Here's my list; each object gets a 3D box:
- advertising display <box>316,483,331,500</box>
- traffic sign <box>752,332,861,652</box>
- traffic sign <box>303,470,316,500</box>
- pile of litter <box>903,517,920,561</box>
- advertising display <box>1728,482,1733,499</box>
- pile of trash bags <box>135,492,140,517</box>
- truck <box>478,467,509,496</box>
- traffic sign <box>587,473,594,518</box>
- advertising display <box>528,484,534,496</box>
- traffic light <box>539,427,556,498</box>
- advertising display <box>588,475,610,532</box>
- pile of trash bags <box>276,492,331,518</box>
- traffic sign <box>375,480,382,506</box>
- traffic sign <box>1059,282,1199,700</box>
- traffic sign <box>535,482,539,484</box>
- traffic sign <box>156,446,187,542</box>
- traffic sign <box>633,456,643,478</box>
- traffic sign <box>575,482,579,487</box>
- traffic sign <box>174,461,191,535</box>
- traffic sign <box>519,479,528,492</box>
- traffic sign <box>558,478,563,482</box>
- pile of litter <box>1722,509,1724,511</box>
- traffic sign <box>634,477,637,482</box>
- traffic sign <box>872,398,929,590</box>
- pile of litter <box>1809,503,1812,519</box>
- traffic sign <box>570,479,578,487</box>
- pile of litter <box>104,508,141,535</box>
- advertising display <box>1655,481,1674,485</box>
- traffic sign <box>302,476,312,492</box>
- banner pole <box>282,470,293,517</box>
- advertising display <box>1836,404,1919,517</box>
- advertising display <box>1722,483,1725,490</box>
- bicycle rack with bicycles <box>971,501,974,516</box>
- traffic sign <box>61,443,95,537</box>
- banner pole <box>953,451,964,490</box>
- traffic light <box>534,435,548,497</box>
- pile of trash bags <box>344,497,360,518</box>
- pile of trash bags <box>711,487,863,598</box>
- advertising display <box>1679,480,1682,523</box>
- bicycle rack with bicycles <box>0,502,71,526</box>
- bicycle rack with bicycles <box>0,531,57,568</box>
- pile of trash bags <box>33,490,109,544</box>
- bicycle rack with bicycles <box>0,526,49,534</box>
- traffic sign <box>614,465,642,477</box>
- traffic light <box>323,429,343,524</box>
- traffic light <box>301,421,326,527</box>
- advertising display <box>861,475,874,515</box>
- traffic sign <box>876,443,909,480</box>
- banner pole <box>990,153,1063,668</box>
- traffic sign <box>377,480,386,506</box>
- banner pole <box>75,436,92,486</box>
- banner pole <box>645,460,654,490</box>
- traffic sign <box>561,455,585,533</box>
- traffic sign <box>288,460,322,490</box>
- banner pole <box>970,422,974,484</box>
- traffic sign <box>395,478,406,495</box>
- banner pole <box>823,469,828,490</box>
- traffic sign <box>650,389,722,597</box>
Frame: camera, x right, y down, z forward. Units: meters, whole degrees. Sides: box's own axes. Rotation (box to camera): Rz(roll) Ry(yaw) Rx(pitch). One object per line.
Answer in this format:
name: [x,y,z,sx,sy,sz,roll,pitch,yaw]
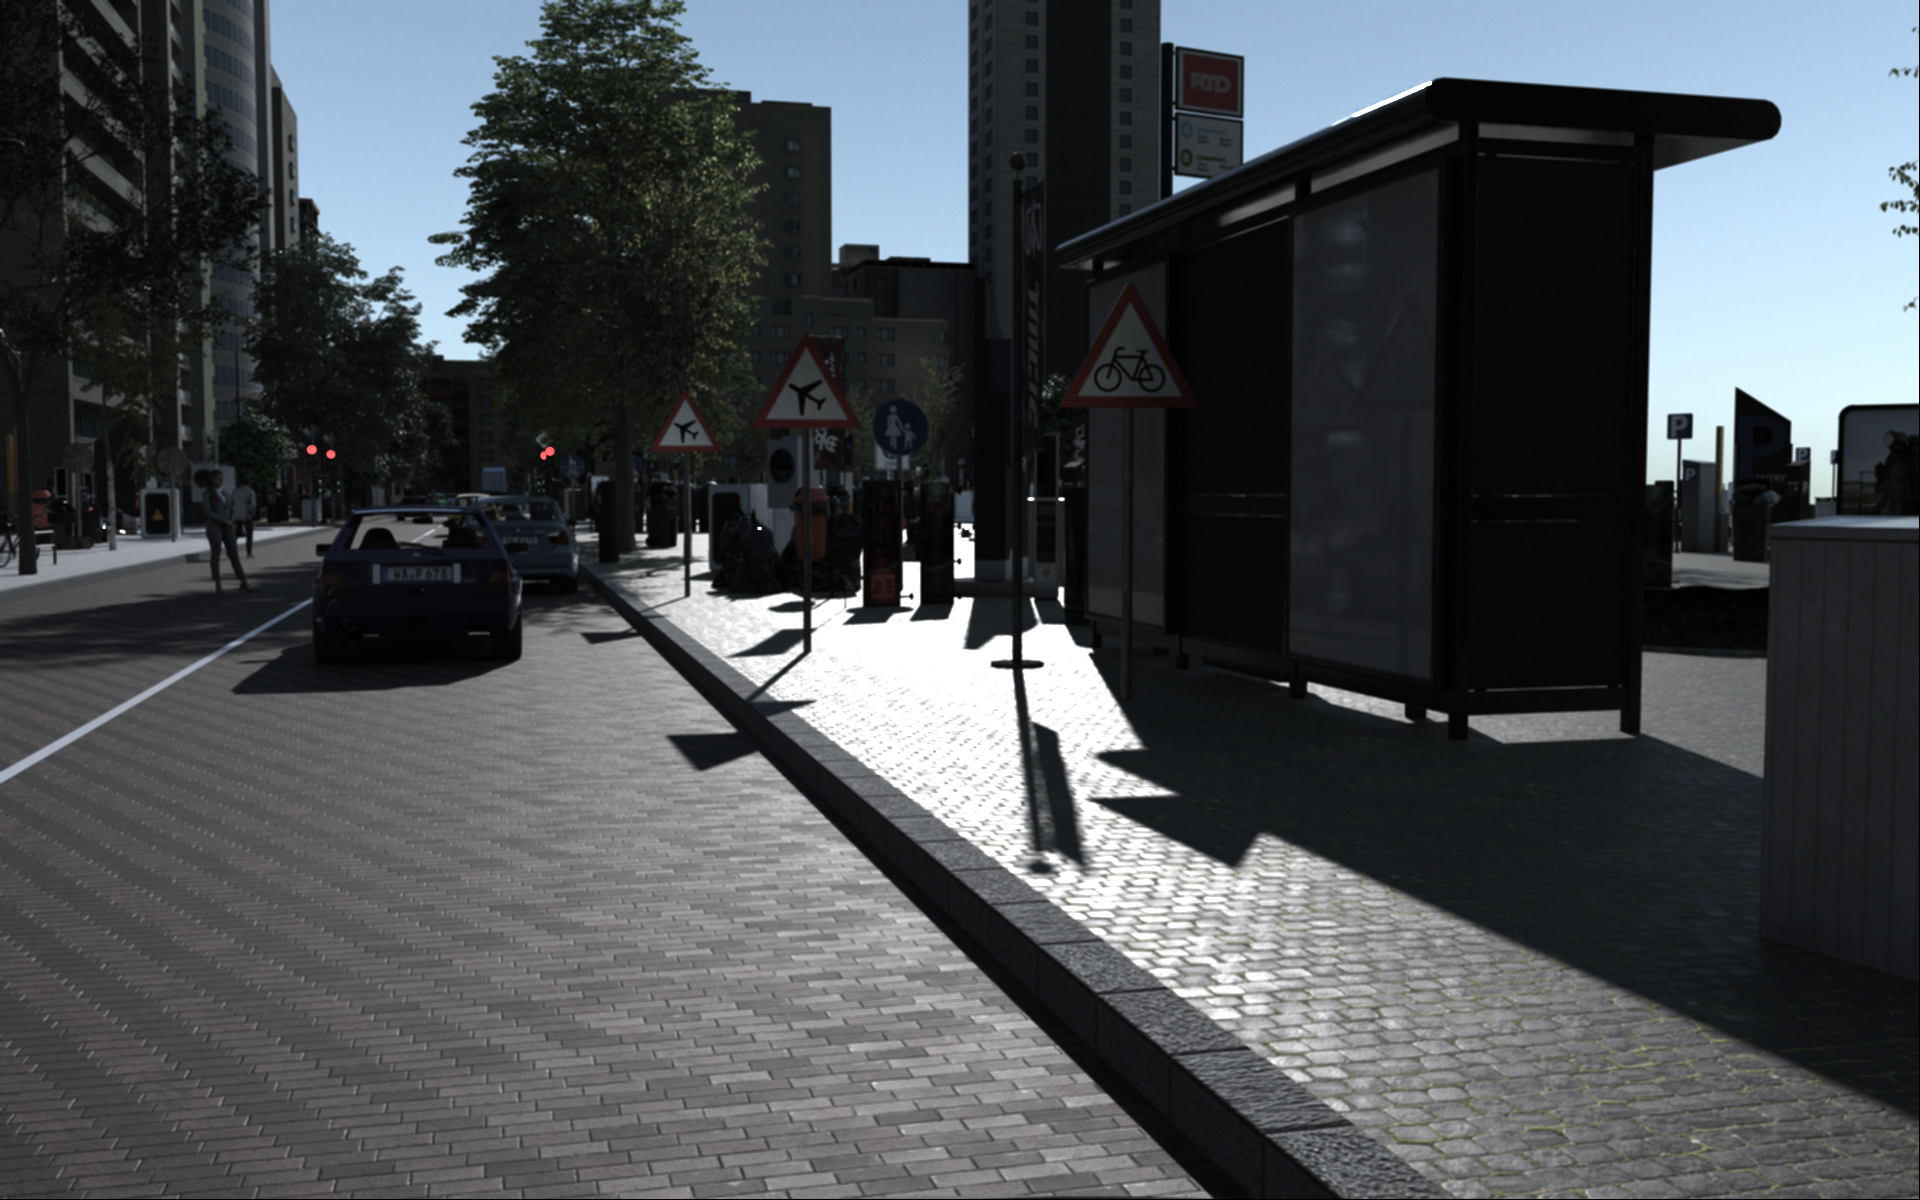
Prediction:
advertising display: [-37.099,-5.865,101.110,0.974,1.923,0.123,-3,5,-45]
traffic sign: [-1.243,-0.857,14.023,0.884,2.594,0.081,-1,4,-14]
traffic sign: [-33.585,-5.473,89.585,0.768,2.556,0.104,-1,4,-9]
pile of litter: [-1.059,-1.223,33.955,1.176,0.858,1.719,-1,4,-10]
advertising display: [42.348,-5.453,94.374,0.123,1.923,0.974,-3,5,-40]
pile of trash bags: [-45.466,-5.292,96.278,1.912,1.369,3.447,-1,4,-13]
truck: [-45.189,-10.925,168.384,2.967,4.110,18.799,-1,4,-16]
traffic sign: [-17.808,-5.021,84.219,0.606,2.300,0.079,-1,4,-10]
advertising display: [-28.285,-6.668,114.230,0.123,1.923,0.974,-2,4,-28]
traffic light: [-16.373,-4.903,69.090,0.839,4.253,0.868,-1,4,-15]
advertising display: [-12.206,-3.267,58.633,0.123,1.923,0.974,2,4,31]
pile of trash bags: [-34.578,-4.991,91.359,3.447,1.369,1.912,-1,4,-13]
traffic sign: [-40.278,-7.307,119.568,0.768,2.556,0.104,-1,4,-11]
traffic sign: [1.039,-0.656,10.733,0.884,2.594,0.081,-1,4,-10]
traffic sign: [-32.354,-8.169,133.662,0.768,2.556,0.104,-1,4,-9]
traffic sign: [-20.997,-2.817,46.169,0.768,2.556,0.104,-1,4,-11]
traffic sign: [-10.796,-3.477,56.948,0.768,2.556,0.104,0,4,-6]
traffic sign: [-27.925,-7.807,127.642,0.884,2.594,0.081,-1,4,-10]
traffic sign: [-24.316,-3.178,54.098,0.606,2.300,0.079,-1,4,-11]
traffic sign: [-36.623,-8.881,145.304,0.768,2.556,0.104,-1,4,-10]
traffic sign: [-31.647,-8.342,136.496,0.768,2.556,0.104,0,4,-7]
pile of litter: [27.639,-3.039,63.650,1.176,0.858,1.719,-2,4,-27]
traffic sign: [-12.020,-3.721,62.969,0.606,2.300,0.079,-1,4,-10]
traffic sign: [-0.803,-1.412,23.188,0.768,2.556,0.104,-1,4,-9]
pile of litter: [39.745,-4.074,80.581,1.176,0.858,1.719,0,4,-6]
traffic sign: [-33.578,-9.224,150.924,0.768,2.556,0.104,-1,4,-9]
pile of litter: [-26.464,-2.482,54.549,1.719,0.858,1.176,-2,4,-29]
advertising display: [33.686,-4.749,82.864,0.123,1.923,0.974,-2,4,-33]
traffic sign: [-37.405,-6.082,99.553,0.768,2.556,0.104,-1,4,-8]
banner pole: [-37.508,-6.522,96.650,0.401,3.779,0.863,2,4,24]
advertising display: [6.805,-0.439,12.390,0.974,1.923,0.123,2,4,30]
advertising display: [45.869,-6.078,104.582,0.974,1.923,0.123,-3,4,-38]
bicycle rack with bicycles: [1.610,-5.193,98.288,2.925,0.926,2.852,3,5,39]
traffic sign: [-21.860,-2.620,42.946,0.768,2.556,0.104,-1,4,-10]
banner pole: [-0.089,-6.813,101.410,0.863,3.779,0.401,0,4,-3]
traffic light: [-18.437,-5.375,76.805,0.839,4.253,0.868,-1,4,-15]
pile of trash bags: [-34.353,-5.188,94.583,3.447,1.369,1.912,1,4,11]
pile of trash bags: [-2.174,-0.797,22.780,1.912,1.369,3.447,-1,4,-15]
advertising display: [32.312,-4.425,77.556,0.123,1.923,0.974,2,4,27]
bicycle rack with bicycles: [-40.605,-3.847,76.287,2.852,0.926,2.925,-3,5,-43]
bicycle rack with bicycles: [-17.339,-1.043,30.430,2.852,0.926,2.925,-1,4,-10]
pile of trash bags: [-23.136,-2.128,44.541,1.912,1.369,3.447,-1,4,-12]
bicycle rack with bicycles: [-33.678,-2.886,60.576,2.852,0.926,2.925,-2,4,-32]
traffic sign: [-10.561,-3.369,55.080,0.884,2.594,0.081,-1,4,-14]
traffic light: [-26.994,-5.235,74.509,0.839,4.253,0.868,-1,4,-15]
traffic light: [-24.931,-4.763,66.794,0.839,4.253,0.868,-1,4,-15]
advertising display: [-3.103,-3.232,58.061,0.123,1.923,0.974,-1,4,-21]
traffic sign: [-1.186,-1.719,30.239,0.606,2.300,0.079,-1,4,-10]
banner pole: [0.485,-1.381,12.591,0.401,3.779,0.863,-1,4,-15]
traffic sign: [-43.216,-7.785,129.411,0.606,2.300,0.079,0,4,-8]
banner pole: [-37.651,-5.160,74.382,0.863,3.779,0.401,-3,5,-44]
banner pole: [-20.859,-7.721,116.258,0.863,3.779,0.401,1,4,20]
traffic sign: [-12.639,-3.453,56.568,0.768,2.556,0.104,-1,4,-8]
traffic sign: [-39.111,-6.694,103.314,2.265,3.308,0.079,-1,4,-11]
banner pole: [0.729,-2.940,38.083,0.401,3.779,0.863,3,5,44]
traffic sign: [-43.344,-8.201,134.189,0.768,2.556,0.104,-1,4,-12]
banner pole: [-6.975,-6.108,89.884,0.401,3.779,0.863,1,4,18]
traffic sign: [-3.412,-1.321,21.604,0.884,2.594,0.081,-1,4,-9]
